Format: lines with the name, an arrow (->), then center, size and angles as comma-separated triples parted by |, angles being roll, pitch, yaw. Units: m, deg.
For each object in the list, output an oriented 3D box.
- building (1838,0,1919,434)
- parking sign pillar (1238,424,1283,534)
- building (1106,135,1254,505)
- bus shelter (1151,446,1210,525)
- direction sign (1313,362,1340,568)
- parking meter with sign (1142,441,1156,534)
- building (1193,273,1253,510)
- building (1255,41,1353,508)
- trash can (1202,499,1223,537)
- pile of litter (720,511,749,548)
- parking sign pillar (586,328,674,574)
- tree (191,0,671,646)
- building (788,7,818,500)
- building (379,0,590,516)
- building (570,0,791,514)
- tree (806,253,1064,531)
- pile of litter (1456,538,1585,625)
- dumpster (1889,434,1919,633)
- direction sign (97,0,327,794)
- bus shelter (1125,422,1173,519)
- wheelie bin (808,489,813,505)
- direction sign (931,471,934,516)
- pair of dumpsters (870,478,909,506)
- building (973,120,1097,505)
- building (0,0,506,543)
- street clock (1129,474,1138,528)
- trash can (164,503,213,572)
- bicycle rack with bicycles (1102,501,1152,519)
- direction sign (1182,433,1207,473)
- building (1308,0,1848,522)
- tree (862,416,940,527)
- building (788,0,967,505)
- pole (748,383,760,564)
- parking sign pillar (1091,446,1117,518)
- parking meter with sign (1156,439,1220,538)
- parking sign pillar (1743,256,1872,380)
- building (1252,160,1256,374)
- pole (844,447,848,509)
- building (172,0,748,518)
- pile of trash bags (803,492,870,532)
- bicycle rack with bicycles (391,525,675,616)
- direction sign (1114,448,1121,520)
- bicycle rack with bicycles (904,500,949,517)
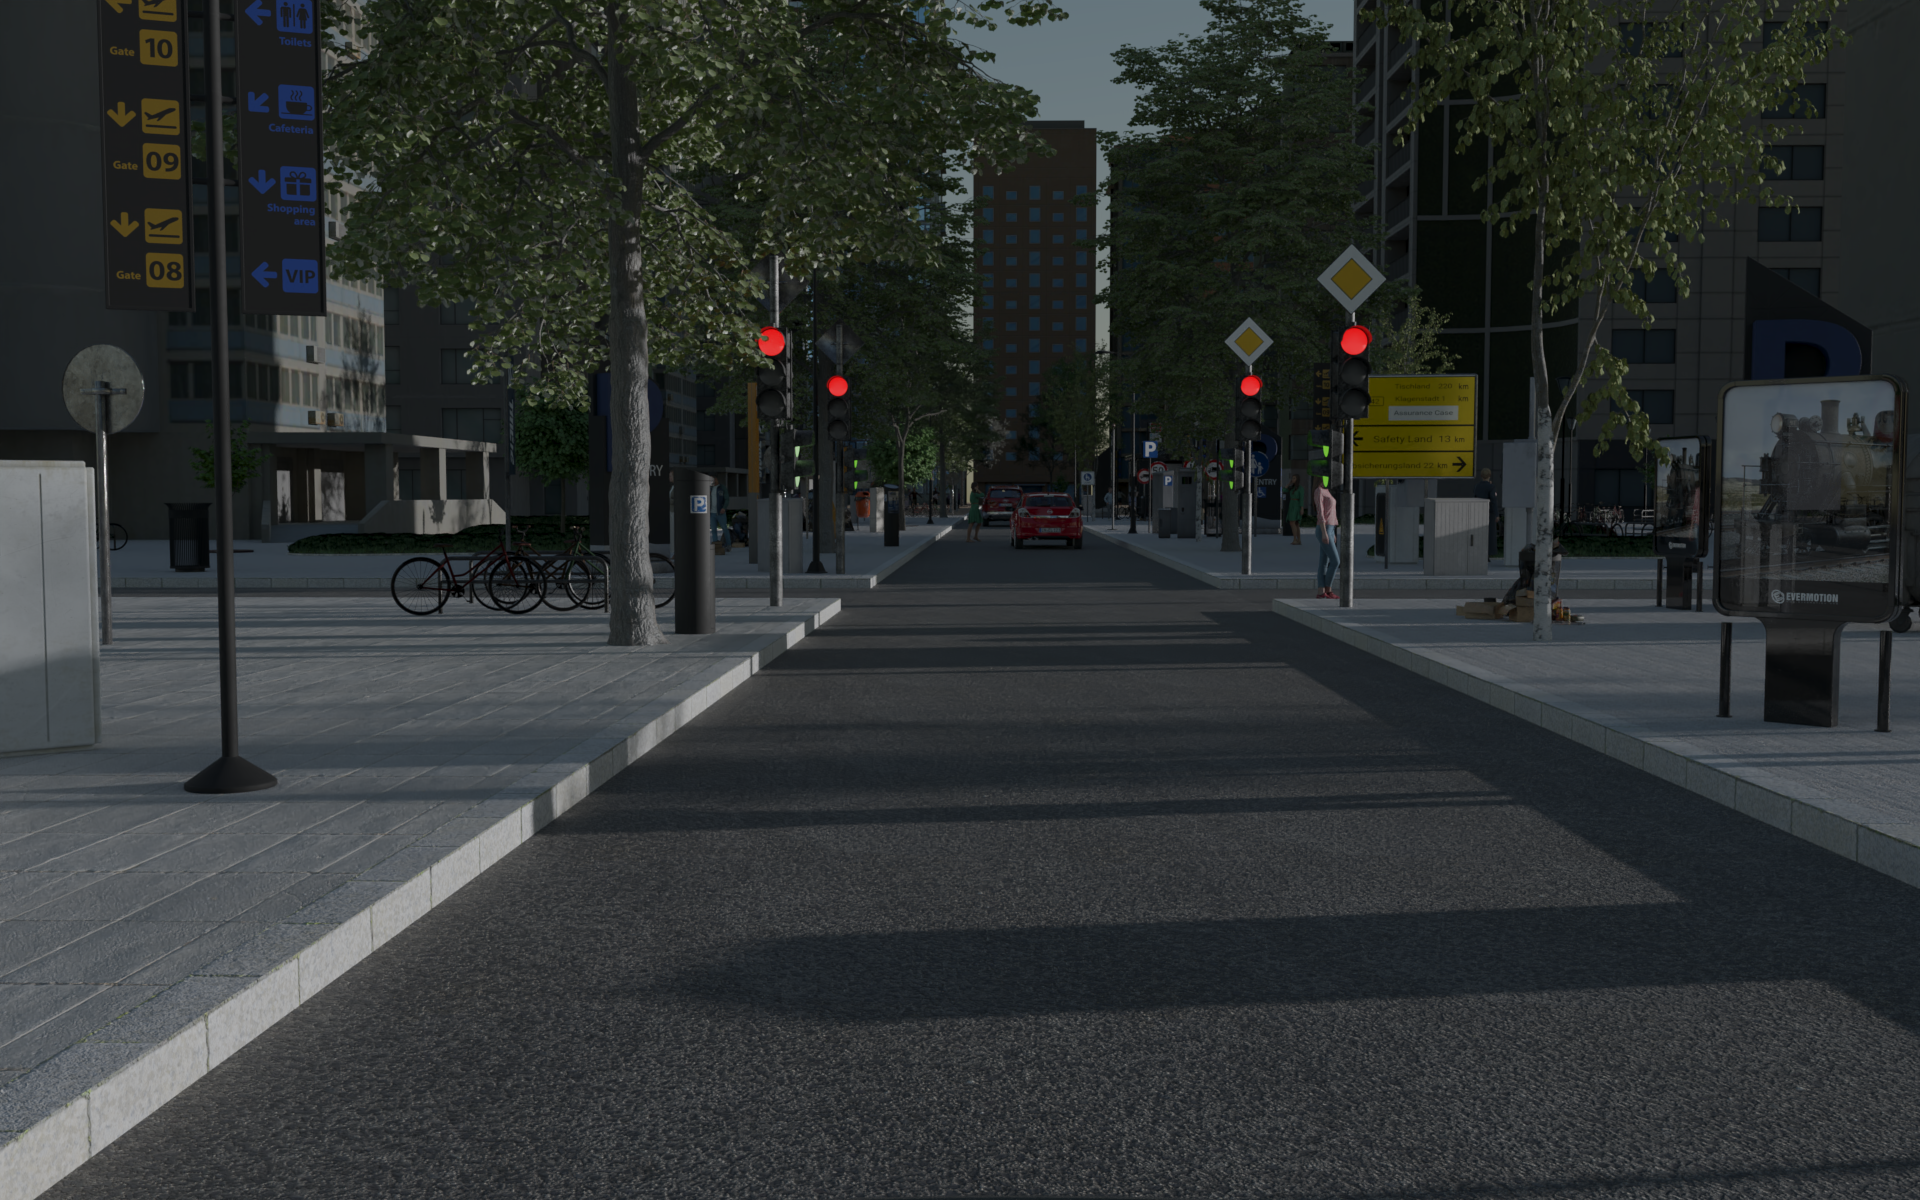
building -> 36.787, -25.853, 46.403 | 21.600, 48.544, 21.300 | 0, 4, 1
parking sign pillar -> 9.655, -4.103, 55.555 | 1.447, 3.967, 1.447 | 1, 4, 13
building -> 30.837, -33.974, 210.100 | 28.867, 44.769, 22.147 | 0, 4, 1
bus shelter -> 9.380, -4.916, 74.295 | 2.014, 3.302, 5.546 | 0, 4, 1
direction sign -> 6.510, -2.323, 29.986 | 0.876, 3.537, 0.379 | -1, 4, -14
parking meter with sign -> 6.564, -3.665, 56.191 | 0.543, 3.016, 1.738 | -2, 4, -24
building -> 35.529, -18.650, 149.965 | 27.650, 21.520, 28.899 | 0, 4, 1
building -> 27.896, -20.955, 114.313 | 14.160, 30.474, 14.107 | 0, 4, 1
trash can -> 7.630, -2.467, 51.992 | 0.748, 1.137, 0.748 | 0, 3, 0
pile of litter -> -5.122, -1.722, 42.112 | 1.719, 0.858, 1.176 | -3, 5, -40
parking sign pillar -> -5.397, -2.435, 28.291 | 1.447, 3.967, 1.447 | 3, 5, 45
tree -> -2.725, -5.865, 14.019 | 7.486, 12.596, 7.792 | 0, 3, 0
building -> -20.590, -31.089, 158.409 | 14.200, 45.320, 14.600 | 0, 4, 1
building -> -22.447, -24.226, 79.692 | 14.154, 41.232, 14.086 | 0, 4, 1
building -> -21.045, -27.566, 134.294 | 14.154, 41.232, 14.086 | 0, 4, 1
tree -> -2.295, -7.696, 60.239 | 8.767, 10.594, 7.601 | 3, 5, 44
pile of litter -> 5.739, -0.231, 17.746 | 1.176, 0.858, 1.719 | 0, 4, 3
dumpster -> 9.202, -0.663, 16.600 | 1.264, 1.857, 1.865 | 0, 4, 1
direction sign -> -3.194, -0.947, 7.481 | 0.876, 3.537, 0.379 | -1, 4, -20
bus shelter -> 10.188, -7.154, 94.600 | 2.179, 5.291, 8.768 | 0, 4, 1
wheelie bin -> -5.586, -3.651, 67.596 | 0.693, 1.594, 0.980 | 1, 4, 13
direction sign -> -1.627, -6.677, 101.169 | 0.379, 3.537, 0.876 | 1, 4, 10
pair of dumpsters -> -3.125, -4.514, 76.301 | 1.574, 2.255, 4.437 | 0, 4, 1
building -> 8.784, -34.086, 207.415 | 14.200, 45.320, 14.600 | 0, 4, 1
building -> -32.060, -22.084, 52.947 | 32.217, 40.220, 23.993 | 0, 4, 1
street clock -> 6.117, -3.459, 61.124 | 0.358, 2.002, 0.471 | 0, 4, -3
trash can -> -12.719, -1.035, 28.581 | 0.748, 1.137, 0.748 | 0, 3, 0
bicycle rack with bicycles -> 8.477, -4.604, 88.665 | 2.852, 0.926, 2.925 | -1, 4, -11
direction sign -> 8.543, -4.353, 63.172 | 0.876, 3.537, 0.379 | 0, 3, 0
building -> 29.860, -39.639, 86.356 | 20.563, 71.187, 20.611 | 0, 4, 1
tree -> -2.313, -5.220, 69.062 | 4.285, 4.588, 4.351 | 0, 3, 0
building -> -14.719, -54.876, 209.896 | 31.000, 86.520, 22.319 | 0, 4, 1
pole -> -3.788, -2.323, 31.819 | 0.158, 3.312, 0.155 | 0, 3, 0
parking sign pillar -> 7.884, -6.496, 94.677 | 1.447, 3.967, 1.447 | 3, 5, 41
parking meter with sign -> 6.623, -3.296, 50.149 | 1.738, 3.016, 0.543 | 0, 4, 6
parking sign pillar -> 9.490, -1.893, 19.423 | 1.447, 3.967, 1.447 | 1, 4, 19
building -> 28.505, -21.815, 128.384 | 14.160, 30.474, 14.107 | 0, 4, 1
pole -> -4.924, -4.935, 74.532 | 0.158, 3.312, 0.155 | 0, 3, 0
building -> -30.951, -25.912, 115.543 | 32.217, 40.220, 23.993 | 0, 4, 1
pile of trash bags -> -4.414, -3.079, 60.094 | 1.912, 1.369, 3.447 | 3, 5, 44
bicycle rack with bicycles -> -4.604, -0.367, 19.375 | 2.925, 0.926, 2.852 | 0, 4, -4
direction sign -> 7.816, -5.744, 85.918 | 0.379, 3.537, 0.876 | 2, 4, 25
bicycle rack with bicycles -> -1.985, -5.136, 97.362 | 2.925, 0.926, 2.852 | -2, 4, -26
